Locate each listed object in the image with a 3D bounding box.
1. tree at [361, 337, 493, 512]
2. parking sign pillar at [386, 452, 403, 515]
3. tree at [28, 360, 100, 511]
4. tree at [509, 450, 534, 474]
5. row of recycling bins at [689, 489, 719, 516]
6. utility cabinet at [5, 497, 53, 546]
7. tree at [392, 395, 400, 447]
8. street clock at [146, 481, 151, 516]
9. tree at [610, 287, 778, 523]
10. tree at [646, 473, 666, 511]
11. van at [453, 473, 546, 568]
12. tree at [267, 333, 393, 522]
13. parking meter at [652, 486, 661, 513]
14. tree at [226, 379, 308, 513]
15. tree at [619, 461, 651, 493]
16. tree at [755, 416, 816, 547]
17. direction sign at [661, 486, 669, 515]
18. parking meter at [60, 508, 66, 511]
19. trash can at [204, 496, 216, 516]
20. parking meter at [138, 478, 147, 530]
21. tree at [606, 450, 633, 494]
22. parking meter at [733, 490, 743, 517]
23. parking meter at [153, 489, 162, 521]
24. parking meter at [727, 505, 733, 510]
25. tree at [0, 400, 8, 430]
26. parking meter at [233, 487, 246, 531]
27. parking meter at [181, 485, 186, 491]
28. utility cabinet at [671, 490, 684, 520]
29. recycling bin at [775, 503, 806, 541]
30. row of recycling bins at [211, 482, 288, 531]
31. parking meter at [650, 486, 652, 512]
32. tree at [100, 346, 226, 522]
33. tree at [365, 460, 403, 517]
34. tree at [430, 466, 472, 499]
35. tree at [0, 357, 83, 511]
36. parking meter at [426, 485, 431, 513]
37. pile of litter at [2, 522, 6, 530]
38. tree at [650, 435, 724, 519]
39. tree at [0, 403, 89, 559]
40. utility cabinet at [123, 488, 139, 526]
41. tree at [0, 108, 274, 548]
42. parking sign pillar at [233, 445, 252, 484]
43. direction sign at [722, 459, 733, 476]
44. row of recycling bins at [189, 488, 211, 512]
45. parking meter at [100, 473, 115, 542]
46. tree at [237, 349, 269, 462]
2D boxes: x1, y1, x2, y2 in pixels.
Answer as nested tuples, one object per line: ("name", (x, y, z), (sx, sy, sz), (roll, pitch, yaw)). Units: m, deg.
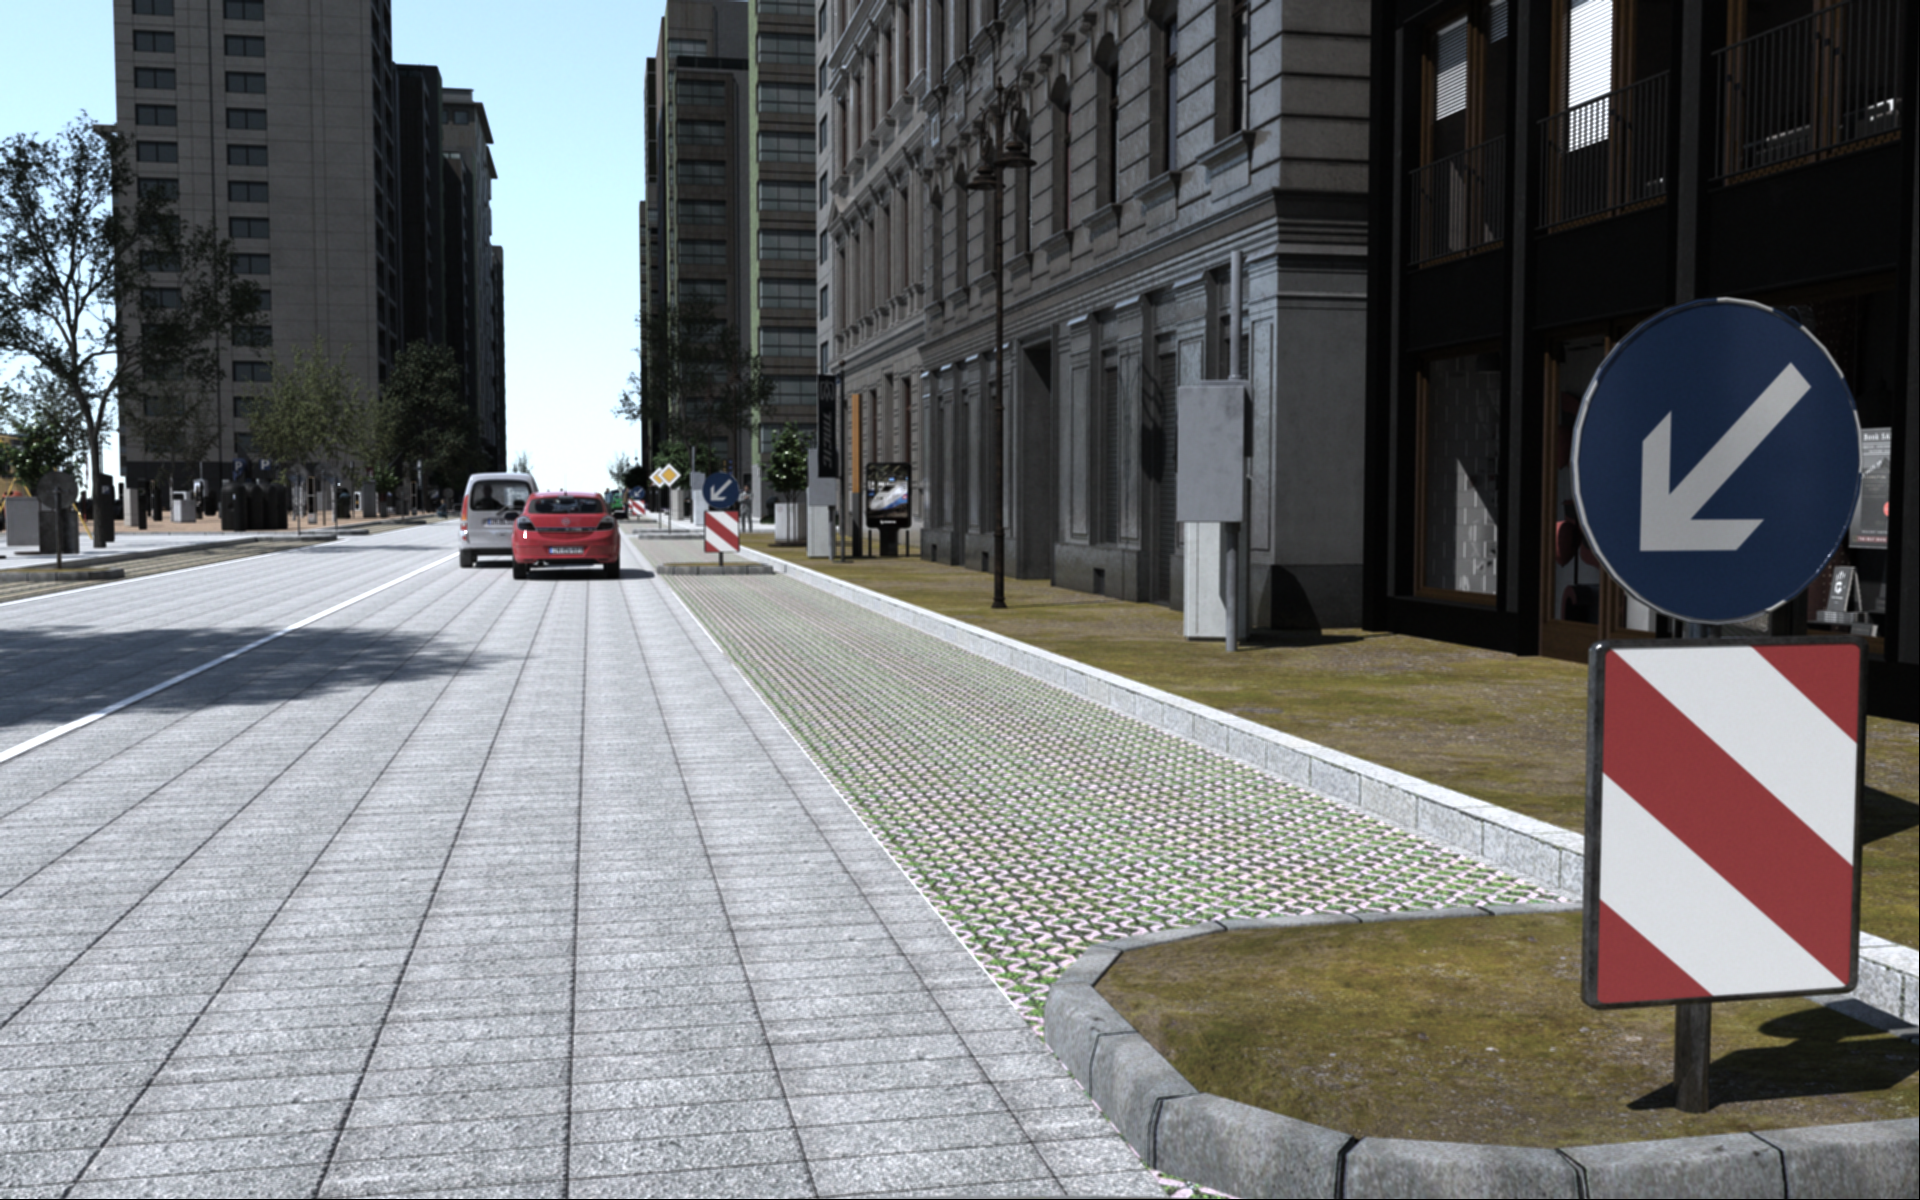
("tree", (-38.889, -12.799, 126.274), (9.611, 12.733, 9.660), (0, 3, 0))
("parking sign pillar", (-35.638, -7.382, 109.168), (1.447, 3.967, 1.447), (1, 4, 13))
("tree", (-45.690, -8.512, 89.539), (4.360, 8.622, 3.978), (0, 3, 0))
("tree", (-71.225, -20.240, 281.284), (4.360, 8.622, 3.978), (0, 3, 0))
("row of recycling bins", (-15.310, -5.961, 104.575), (1.069, 1.692, 3.534), (1, 4, 17))
("utility cabinet", (-23.070, -1.943, 42.937), (1.020, 1.237, 0.306), (-2, 4, -33))
("tree", (-39.741, -10.224, 117.518), (4.737, 8.622, 4.395), (0, 3, 0))
("street clock", (-46.615, -5.808, 99.529), (0.471, 2.002, 0.358), (-1, 4, -22))
("tree", (-11.759, -8.740, 77.319), (8.767, 10.594, 7.601), (1, 4, 17))
("tree", (-23.119, -8.382, 131.653), (1.663, 3.219, 1.824), (0, 3, 0))
("van", (-9.286, -1.727, 35.243), (2.013, 2.044, 4.112), (-1, 4, -14))
("tree", (-28.542, -7.852, 78.739), (4.737, 8.622, 4.395), (0, 3, 0))
("parking meter", (-20.920, -6.998, 120.128), (0.399, 1.863, 0.255), (3, 5, 39))
("tree", (-43.875, -9.785, 110.343), (4.360, 8.622, 3.978), (0, 3, 0))
("tree", (-31.858, -11.506, 171.830), (4.285, 4.588, 4.351), (0, 3, 0))
("tree", (-4.281, -3.063, 44.688), (1.663, 3.219, 1.824), (0, 3, 0))
("direction sign", (-20.833, -7.914, 121.396), (0.379, 3.537, 0.876), (-2, 4, -28))
("parking meter", (-41.160, -4.336, 79.307), (0.372, 1.533, 0.369), (0, 3, 0))
("trash can", (-44.236, -5.536, 102.165), (0.748, 1.137, 0.748), (0, 3, 0))
("parking meter", (-29.595, -3.484, 62.678), (0.255, 1.863, 0.399), (-2, 4, -24))
("tree", (-56.137, -20.514, 285.772), (4.360, 8.622, 3.978), (0, 3, 0))
("parking meter", (-12.224, -5.367, 96.158), (0.372, 1.533, 0.369), (0, 3, 0))
("parking meter", (-38.162, -4.523, 82.355), (0.372, 1.533, 0.369), (0, 3, 0))
("parking meter", (-13.128, -5.539, 98.971), (0.372, 1.533, 0.369), (0, 3, 0))
("tree", (-61.435, -9.600, 107.328), (4.360, 8.622, 3.978), (0, 3, 0))
("parking meter", (-24.769, -3.127, 59.533), (0.372, 1.533, 0.369), (0, 3, 0))
("parking meter", (-48.557, -6.276, 108.315), (0.255, 1.863, 0.399), (-1, 4, -18))
("utility cabinet", (-13.841, -4.667, 84.986), (0.318, 1.500, 1.173), (-2, 4, -25))
("recycling bin", (-4.646, -2.151, 47.723), (0.722, 1.027, 0.722), (1, 4, 17))
("row of recycling bins", (-25.367, -3.383, 62.431), (1.069, 1.692, 3.534), (1, 4, 8))
("parking meter", (-21.494, -7.052, 121.013), (0.255, 1.863, 0.399), (-2, 4, -32))
("tree", (-36.770, -7.930, 80.022), (4.360, 8.622, 3.978), (0, 3, 0))
("tree", (-32.765, -6.294, 97.508), (1.663, 3.219, 1.824), (0, 3, 0))
("tree", (-41.285, -9.608, 140.805), (4.285, 4.588, 4.351), (0, 3, 0))
("tree", (-49.273, -8.758, 93.557), (4.737, 8.622, 4.395), (0, 3, 0))
("parking meter", (-36.058, -6.838, 117.516), (0.255, 1.863, 0.399), (-1, 4, -17))
("pile of litter", (-35.881, -3.228, 66.749), (1.719, 0.858, 1.176), (-2, 4, -35))
("tree", (-14.698, -6.849, 95.695), (4.285, 4.588, 4.351), (0, 3, 0))
("tree", (-19.464, -2.587, 36.892), (1.663, 3.219, 1.824), (0, 3, 0))
("utility cabinet", (-32.778, -3.659, 68.504), (0.318, 1.500, 1.173), (-3, 4, -37))
("tree", (-20.560, -6.543, 41.389), (8.767, 10.594, 7.601), (0, 4, -7))
("parking sign pillar", (-38.997, -6.463, 94.150), (1.447, 3.967, 1.447), (3, 5, 41))
("direction sign", (-14.866, -7.260, 110.705), (0.876, 3.537, 0.379), (2, 4, 35))
("row of recycling bins", (-54.991, -7.266, 125.915), (1.069, 1.692, 3.534), (0, 4, -1))
("parking meter", (-22.841, -2.486, 46.363), (0.399, 1.863, 0.255), (-1, 4, -21))
("tree", (-32.681, -8.180, 84.100), (4.737, 8.622, 4.395), (0, 3, 0))
